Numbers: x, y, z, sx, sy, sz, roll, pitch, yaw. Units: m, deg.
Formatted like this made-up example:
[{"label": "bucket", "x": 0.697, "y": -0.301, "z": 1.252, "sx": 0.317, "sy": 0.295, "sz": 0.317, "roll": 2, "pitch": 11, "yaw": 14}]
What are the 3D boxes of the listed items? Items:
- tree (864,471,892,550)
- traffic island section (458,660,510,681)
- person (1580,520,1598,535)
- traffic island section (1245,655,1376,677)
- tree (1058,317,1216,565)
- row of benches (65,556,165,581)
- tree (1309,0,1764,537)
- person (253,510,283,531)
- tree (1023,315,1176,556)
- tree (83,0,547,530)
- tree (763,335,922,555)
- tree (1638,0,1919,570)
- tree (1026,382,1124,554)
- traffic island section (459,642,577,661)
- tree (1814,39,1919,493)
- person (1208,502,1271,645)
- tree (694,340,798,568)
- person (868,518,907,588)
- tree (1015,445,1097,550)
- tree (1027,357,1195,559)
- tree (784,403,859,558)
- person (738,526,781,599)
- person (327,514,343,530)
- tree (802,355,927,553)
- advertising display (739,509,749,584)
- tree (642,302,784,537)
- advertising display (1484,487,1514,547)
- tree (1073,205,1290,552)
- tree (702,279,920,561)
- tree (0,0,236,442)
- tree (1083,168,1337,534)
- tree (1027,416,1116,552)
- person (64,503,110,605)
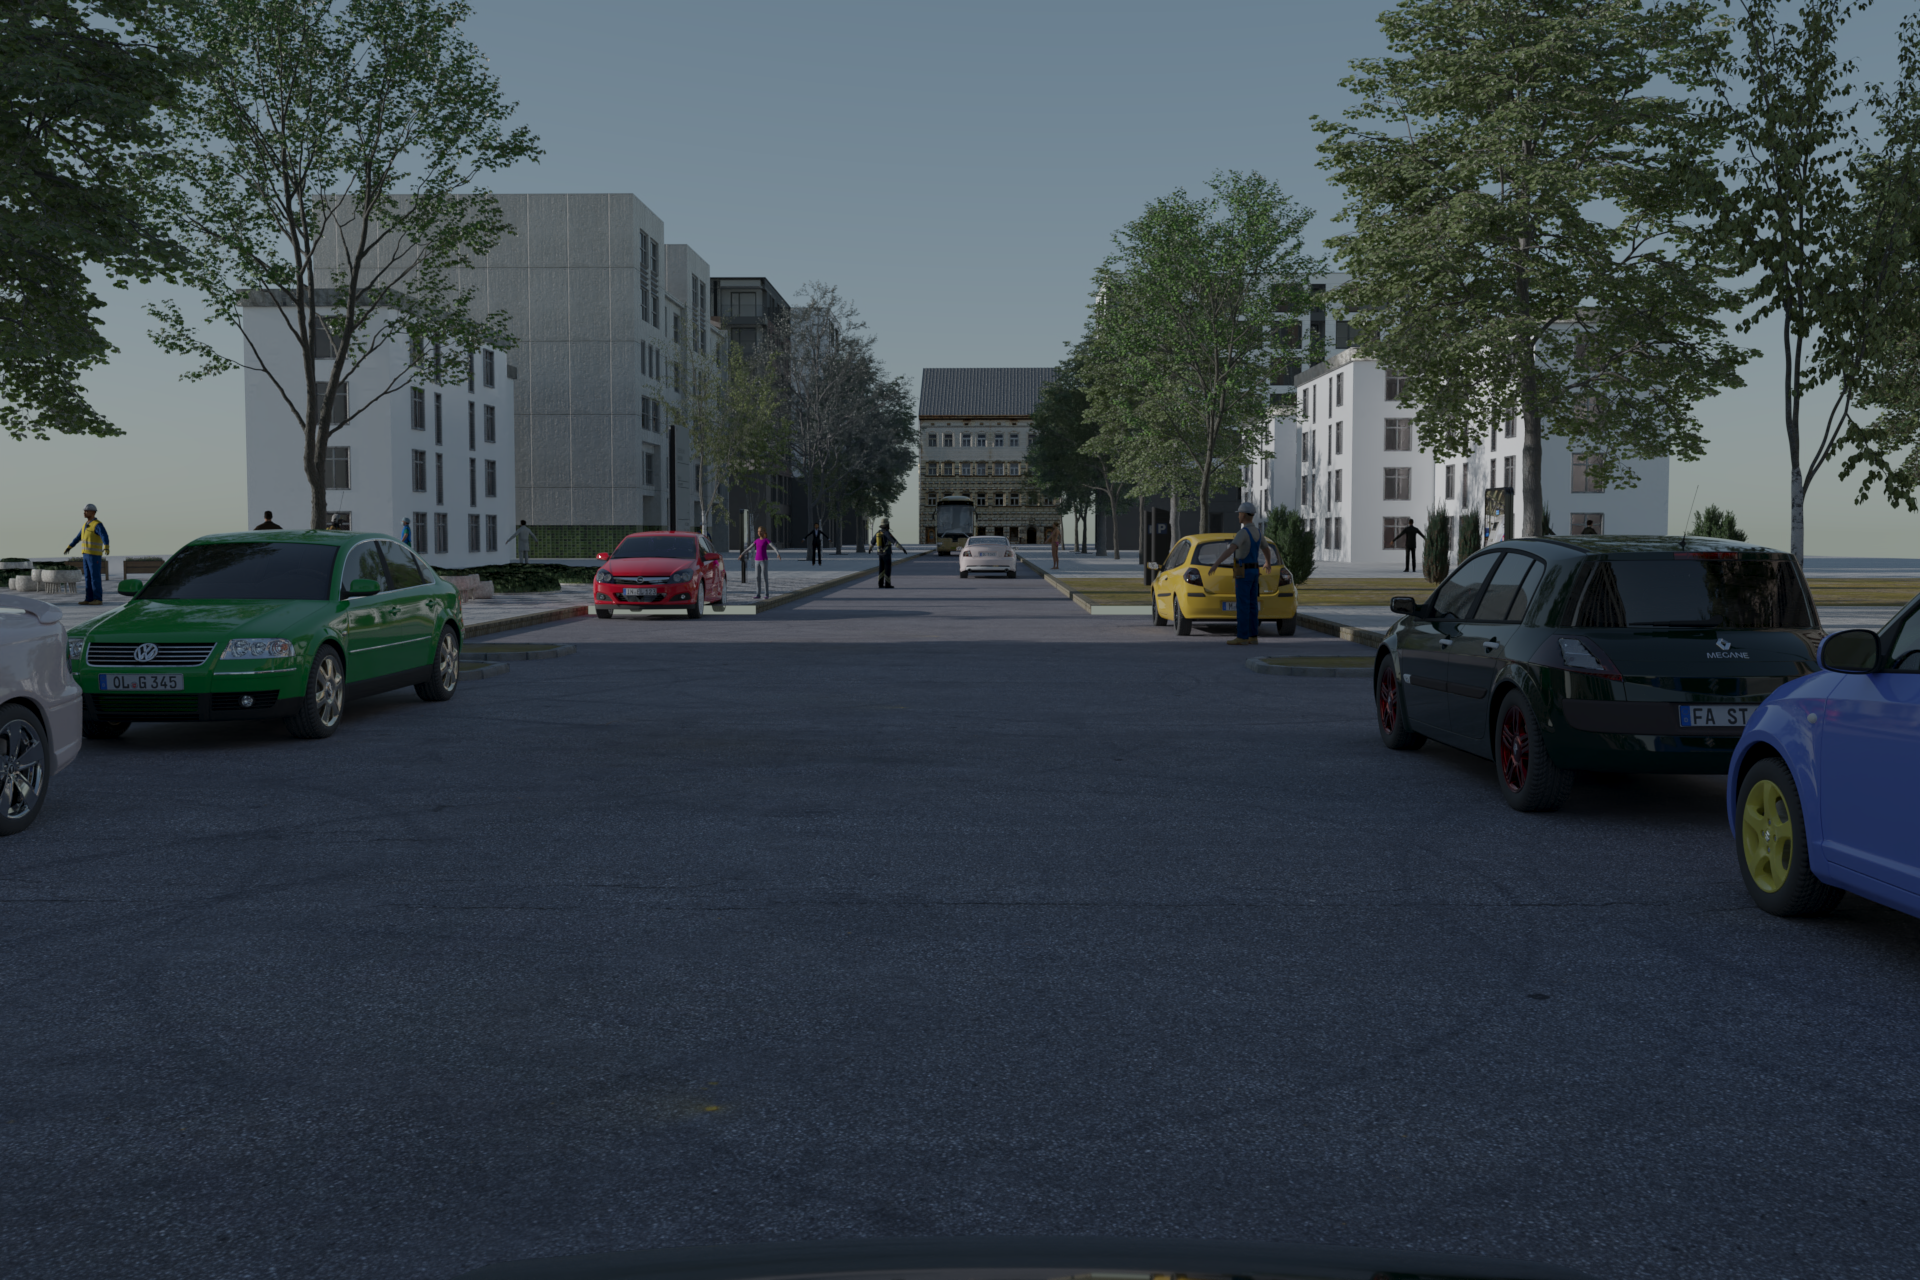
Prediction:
[{"label": "tree", "x": -6.992, "y": -11.196, "z": 133.418, "sx": 4.360, "sy": 8.622, "sz": 3.978, "roll": 0, "pitch": 3, "yaw": 0}, {"label": "traffic island section", "x": -5.691, "y": 0.325, "z": 17.560, "sx": 1.991, "sy": 0.108, "sz": 1.994, "roll": 0, "pitch": 4, "yaw": 2}, {"label": "person", "x": 23.009, "y": -3.490, "z": 63.242, "sx": 0.705, "sy": 1.806, "sz": 1.347, "roll": -1, "pitch": 4, "yaw": -22}, {"label": "traffic island section", "x": 4.069, "y": 0.279, "z": 18.306, "sx": 1.991, "sy": 0.108, "sz": 1.994, "roll": 0, "pitch": 4, "yaw": 1}, {"label": "tree", "x": 7.393, "y": -8.438, "z": 72.378, "sx": 7.601, "sy": 10.594, "sz": 8.767, "roll": -3, "pitch": 5, "yaw": -42}, {"label": "row of benches", "x": -22.903, "y": -2.017, "z": 48.438, "sx": 4.104, "sy": 0.672, "sz": 1.422, "roll": -2, "pitch": 4, "yaw": -25}, {"label": "tree", "x": 9.519, "y": -6.835, "z": 29.876, "sx": 7.486, "sy": 12.596, "sz": 7.792, "roll": 0, "pitch": 3, "yaw": 0}, {"label": "person", "x": -15.502, "y": -2.001, "z": 38.849, "sx": 1.346, "sy": 1.812, "sz": 0.704, "roll": -2, "pitch": 4, "yaw": -29}, {"label": "tree", "x": 8.192, "y": -11.876, "z": 100.833, "sx": 9.857, "sy": 13.997, "sz": 8.962, "roll": 0, "pitch": 3, "yaw": 0}, {"label": "tree", "x": -10.973, "y": -6.343, "z": 29.457, "sx": 9.928, "sy": 11.665, "sz": 9.643, "roll": 0, "pitch": 3, "yaw": 0}, {"label": "tree", "x": -7.467, "y": -12.008, "z": 106.700, "sx": 12.009, "sy": 13.543, "sz": 11.850, "roll": 0, "pitch": 3, "yaw": 0}, {"label": "tree", "x": 9.754, "y": -4.229, "z": 19.509, "sx": 4.737, "sy": 8.622, "sz": 4.395, "roll": 0, "pitch": 3, "yaw": 0}, {"label": "tree", "x": 8.078, "y": -11.460, "z": 113.122, "sx": 9.928, "sy": 11.665, "sz": 9.643, "roll": 0, "pitch": 3, "yaw": 0}, {"label": "traffic island section", "x": -5.649, "y": 0.144, "z": 20.517, "sx": 1.991, "sy": 0.108, "sz": 1.994, "roll": 0, "pitch": 4, "yaw": 1}, {"label": "tree", "x": 24.279, "y": -8.119, "z": 39.407, "sx": 9.857, "sy": 13.997, "sz": 8.962, "roll": 0, "pitch": 3, "yaw": 0}, {"label": "person", "x": 3.691, "y": -0.864, "z": 22.438, "sx": 0.705, "sy": 1.847, "sz": 1.347, "roll": 3, "pitch": 5, "yaw": 43}, {"label": "tree", "x": -7.893, "y": -7.025, "z": 65.223, "sx": 4.737, "sy": 8.622, "sz": 4.395, "roll": 0, "pitch": 3, "yaw": 0}, {"label": "person", "x": -1.964, "y": -2.297, "z": 45.788, "sx": 1.354, "sy": 1.856, "sz": 0.705, "roll": 3, "pitch": 5, "yaw": 40}, {"label": "tree", "x": 7.785, "y": -12.321, "z": 135.854, "sx": 7.601, "sy": 10.594, "sz": 8.767, "roll": 0, "pitch": 4, "yaw": 4}, {"label": "tree", "x": 7.882, "y": -9.364, "z": 87.515, "sx": 8.767, "sy": 10.594, "sz": 7.601, "roll": -1, "pitch": 4, "yaw": -14}, {"label": "tree", "x": -7.458, "y": -8.727, "z": 93.052, "sx": 4.360, "sy": 8.622, "sz": 3.978, "roll": 0, "pitch": 3, "yaw": 0}, {"label": "person", "x": -3.940, "y": -1.522, "z": 34.156, "sx": 0.991, "sy": 1.433, "sz": 0.599, "roll": 2, "pitch": 4, "yaw": 26}, {"label": "person", "x": -18.019, "y": -2.716, "z": 50.178, "sx": 0.705, "sy": 1.858, "sz": 1.354, "roll": 0, "pitch": 4, "yaw": -1}, {"label": "tree", "x": -6.902, "y": -13.041, "z": 119.877, "sx": 9.857, "sy": 13.997, "sz": 8.962, "roll": 0, "pitch": 3, "yaw": 0}, {"label": "advertising display", "x": -5.642, "y": -2.451, "z": 45.295, "sx": 0.123, "sy": 1.923, "sz": 0.974, "roll": 0, "pitch": 4, "yaw": 0}, {"label": "tree", "x": -8.487, "y": -6.451, "z": 55.832, "sx": 4.360, "sy": 8.622, "sz": 3.978, "roll": 0, "pitch": 3, "yaw": 0}, {"label": "advertising display", "x": 7.465, "y": -1.151, "z": 24.035, "sx": 0.123, "sy": 1.923, "sz": 0.974, "roll": 0, "pitch": 4, "yaw": 1}, {"label": "tree", "x": 7.593, "y": -8.689, "z": 60.189, "sx": 7.486, "sy": 12.596, "sz": 7.792, "roll": 0, "pitch": 3, "yaw": 0}, {"label": "tree", "x": -7.054, "y": -10.538, "z": 82.668, "sx": 12.009, "sy": 13.543, "sz": 11.850, "roll": 0, "pitch": 3, "yaw": 0}, {"label": "tree", "x": -11.922, "y": -6.175, "z": 19.086, "sx": 7.486, "sy": 12.596, "sz": 7.792, "roll": 0, "pitch": 3, "yaw": 0}, {"label": "tree", "x": 7.124, "y": -7.567, "z": 49.475, "sx": 9.928, "sy": 11.665, "sz": 9.643, "roll": 0, "pitch": 3, "yaw": 0}, {"label": "tree", "x": 8.518, "y": -12.171, "z": 124.749, "sx": 9.928, "sy": 11.665, "sz": 9.643, "roll": 0, "pitch": 3, "yaw": 0}, {"label": "person", "x": -15.733, "y": -1.551, "z": 31.331, "sx": 1.349, "sy": 1.833, "sz": 0.705, "roll": 2, "pitch": 4, "yaw": 33}]
